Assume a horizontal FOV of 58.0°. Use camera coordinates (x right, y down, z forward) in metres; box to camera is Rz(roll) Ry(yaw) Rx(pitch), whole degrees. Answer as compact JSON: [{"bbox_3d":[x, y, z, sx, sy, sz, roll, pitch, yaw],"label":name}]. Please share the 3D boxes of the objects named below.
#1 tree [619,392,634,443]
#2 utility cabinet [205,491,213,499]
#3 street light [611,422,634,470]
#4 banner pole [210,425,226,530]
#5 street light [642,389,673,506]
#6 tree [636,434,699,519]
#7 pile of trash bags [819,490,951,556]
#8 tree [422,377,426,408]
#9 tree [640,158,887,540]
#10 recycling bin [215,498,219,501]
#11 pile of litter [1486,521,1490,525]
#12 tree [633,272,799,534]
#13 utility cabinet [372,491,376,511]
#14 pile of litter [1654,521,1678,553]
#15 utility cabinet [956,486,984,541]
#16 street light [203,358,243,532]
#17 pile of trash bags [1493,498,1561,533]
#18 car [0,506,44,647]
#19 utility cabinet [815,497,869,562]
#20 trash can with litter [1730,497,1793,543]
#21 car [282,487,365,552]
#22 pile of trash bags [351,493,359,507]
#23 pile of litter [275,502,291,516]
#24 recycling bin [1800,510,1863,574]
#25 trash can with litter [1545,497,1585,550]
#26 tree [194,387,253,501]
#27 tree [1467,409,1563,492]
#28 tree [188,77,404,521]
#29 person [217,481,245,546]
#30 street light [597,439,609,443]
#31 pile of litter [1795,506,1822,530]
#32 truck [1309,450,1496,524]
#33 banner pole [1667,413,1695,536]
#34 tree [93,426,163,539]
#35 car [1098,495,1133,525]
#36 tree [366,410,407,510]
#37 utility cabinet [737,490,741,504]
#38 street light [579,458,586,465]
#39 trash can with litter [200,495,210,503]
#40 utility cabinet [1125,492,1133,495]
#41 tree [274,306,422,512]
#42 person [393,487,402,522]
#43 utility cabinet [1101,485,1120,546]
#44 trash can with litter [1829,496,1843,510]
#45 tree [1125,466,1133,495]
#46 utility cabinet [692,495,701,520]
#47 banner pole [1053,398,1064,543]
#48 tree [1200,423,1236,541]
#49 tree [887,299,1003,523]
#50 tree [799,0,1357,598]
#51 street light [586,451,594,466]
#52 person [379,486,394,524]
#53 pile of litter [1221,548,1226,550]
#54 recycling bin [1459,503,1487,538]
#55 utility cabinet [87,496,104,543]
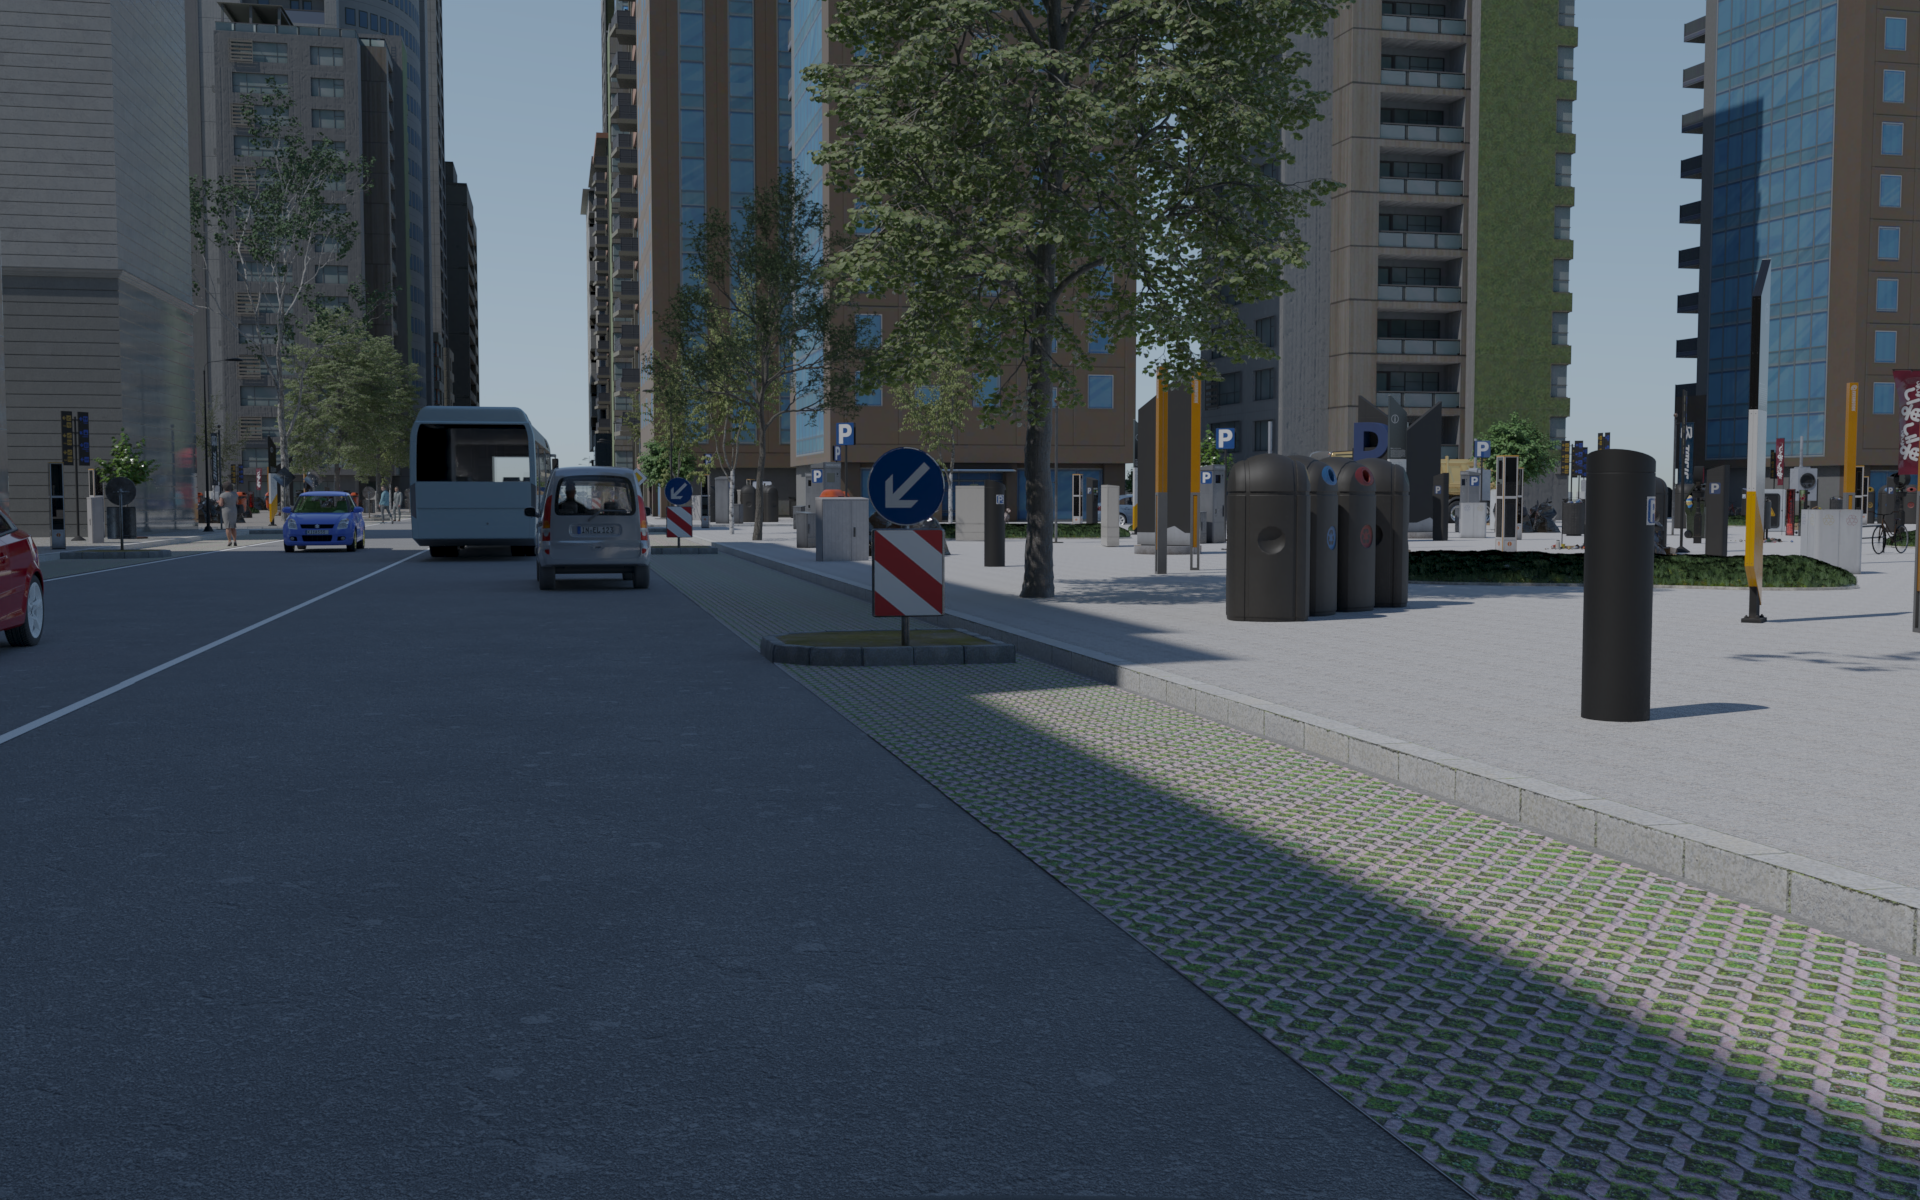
[{"bbox_3d":[-13.548,-8.134,83.359,4.737,8.622,4.395,0,3,0],"label":"tree"},{"bbox_3d":[-56.149,-7.432,130.185,1.173,1.500,0.318,1,4,19],"label":"utility cabinet"},{"bbox_3d":[-21.633,-8.512,111.712,1.470,5.913,1.316,-1,4,-13],"label":"street light"},{"bbox_3d":[-26.697,-4.418,62.251,0.401,3.779,0.863,0,4,3],"label":"banner pole"},{"bbox_3d":[-13.372,-6.384,76.925,1.470,5.913,1.316,-1,4,-13],"label":"street light"},{"bbox_3d":[-14.950,-6.424,88.744,4.285,4.588,4.351,0,3,0],"label":"tree"},{"bbox_3d":[-1.746,-1.572,35.449,1.912,1.369,3.447,2,4,32],"label":"pile of trash bags"},{"bbox_3d":[-41.361,-12.545,123.232,7.486,12.596,7.792,0,3,0],"label":"tree"},{"bbox_3d":[-5.270,-6.926,47.653,7.601,10.594,8.767,-1,4,-9],"label":"tree"},{"bbox_3d":[-53.111,-6.841,124.404,0.722,1.027,0.722,-1,4,-12],"label":"recycling bin"},{"bbox_3d":[22.329,-3.474,70.771,1.719,0.858,1.176,3,4,39],"label":"pile of litter"},{"bbox_3d":[-7.250,-6.411,55.184,4.737,8.622,4.395,0,3,0],"label":"tree"},{"bbox_3d":[-44.578,-7.519,131.612,1.173,1.500,0.318,2,4,23],"label":"utility cabinet"},{"bbox_3d":[13.165,-1.123,32.321,1.176,0.858,1.719,2,4,28],"label":"pile of litter"},{"bbox_3d":[0.485,-2.345,47.028,1.173,1.500,0.318,1,4,8],"label":"utility cabinet"},{"bbox_3d":[-25.144,-5.294,59.100,1.470,5.913,1.316,-1,4,-13],"label":"street light"},{"bbox_3d":[18.983,-2.986,58.576,1.912,1.369,3.447,0,4,3],"label":"pile of trash bags"},{"bbox_3d":[-9.221,-0.348,14.725,2.155,1.783,4.494,-1,4,-15],"label":"car"},{"bbox_3d":[-2.254,-1.350,33.226,1.020,1.237,0.306,-2,4,-32],"label":"utility cabinet"},{"bbox_3d":[21.294,-2.147,46.161,1.678,1.210,2.233,2,4,33],"label":"trash can with litter"},{"bbox_3d":[-16.105,-2.100,43.919,1.945,1.707,3.694,-1,4,-14],"label":"car"},{"bbox_3d":[-38.870,-6.087,109.270,1.912,1.369,3.447,0,4,7],"label":"pile of trash bags"},{"bbox_3d":[-39.628,-5.373,101.820,1.719,0.858,1.176,2,4,31],"label":"pile of litter"},{"bbox_3d":[14.082,-0.945,28.005,0.722,1.027,0.722,0,4,7],"label":"recycling bin"},{"bbox_3d":[14.707,-1.789,40.309,2.233,1.210,1.678,1,4,11],"label":"trash can with litter"},{"bbox_3d":[-51.706,-10.397,120.359,4.360,8.622,3.978,0,3,0],"label":"tree"},{"bbox_3d":[21.389,-5.096,67.026,4.285,4.588,4.351,0,3,0],"label":"tree"},{"bbox_3d":[-32.766,-13.782,81.229,12.611,20.169,13.585,0,3,0],"label":"tree"},{"bbox_3d":[-19.878,-2.347,47.230,0.532,1.782,0.716,3,5,43],"label":"person"},{"bbox_3d":[-31.208,-11.009,152.539,1.470,5.913,1.316,-1,4,-13],"label":"street light"},{"bbox_3d":[30.153,-2.907,61.488,1.719,0.858,1.176,0,4,-6],"label":"pile of litter"},{"bbox_3d":[19.621,-5.005,77.762,9.791,3.379,3.469,-1,4,-11],"label":"truck"},{"bbox_3d":[22.256,-3.881,53.471,0.401,3.779,0.863,-2,4,-35],"label":"banner pole"},{"bbox_3d":[-23.995,-3.363,49.590,1.663,3.219,1.824,0,3,0],"label":"tree"},{"bbox_3d":[7.812,-3.826,74.552,4.499,1.417,2.014,-1,4,-12],"label":"car"},{"bbox_3d":[-45.866,-11.505,138.476,4.737,8.622,4.395,0,3,0],"label":"tree"},{"bbox_3d":[-11.499,-5.073,91.626,1.173,1.500,0.318,0,4,7],"label":"utility cabinet"},{"bbox_3d":[-49.756,-15.837,231.482,1.470,5.913,1.316,-1,4,-13],"label":"street light"},{"bbox_3d":[-45.767,-5.688,104.055,2.233,1.210,1.678,-1,4,-23],"label":"trash can with litter"},{"bbox_3d":[12.788,-7.345,128.763,1.173,1.500,0.318,2,4,26],"label":"utility cabinet"},{"bbox_3d":[-37.378,-11.421,104.868,7.486,12.596,7.792,0,3,0],"label":"tree"},{"bbox_3d":[-29.399,-5.007,90.470,0.635,1.810,0.391,1,4,21],"label":"person"},{"bbox_3d":[3.684,-2.061,42.381,0.318,1.500,1.173,0,4,-3],"label":"utility cabinet"},{"bbox_3d":[33.082,-3.375,66.242,2.233,1.210,1.678,0,4,2],"label":"trash can with litter"},{"bbox_3d":[11.995,-7.662,119.868,1.663,3.219,1.824,0,3,0],"label":"tree"},{"bbox_3d":[-12.623,-4.476,84.350,1.020,1.237,0.306,3,5,40],"label":"utility cabinet"},{"bbox_3d":[2.288,-3.383,45.323,0.863,3.779,0.401,0,4,7],"label":"banner pole"},{"bbox_3d":[6.679,-3.226,47.354,1.663,3.219,1.824,0,3,0],"label":"tree"},{"bbox_3d":[-0.587,-6.908,63.314,4.737,8.622,4.395,0,3,0],"label":"tree"},{"bbox_3d":[1.273,-6.322,21.494,7.486,12.596,7.792,0,3,0],"label":"tree"},{"bbox_3d":[-39.283,-13.123,187.100,1.470,5.913,1.316,-1,4,-13],"label":"street light"},{"bbox_3d":[-27.461,-4.553,82.799,0.748,1.841,0.638,2,4,30],"label":"person"},{"bbox_3d":[6.864,-1.563,39.512,1.719,0.858,1.176,2,4,24],"label":"pile of litter"},{"bbox_3d":[14.977,-2.327,50.597,0.722,1.027,0.722,1,4,12],"label":"recycling bin"},{"bbox_3d":[-22.720,-2.100,45.497,0.306,1.237,1.020,-2,4,-32],"label":"utility cabinet"}]
